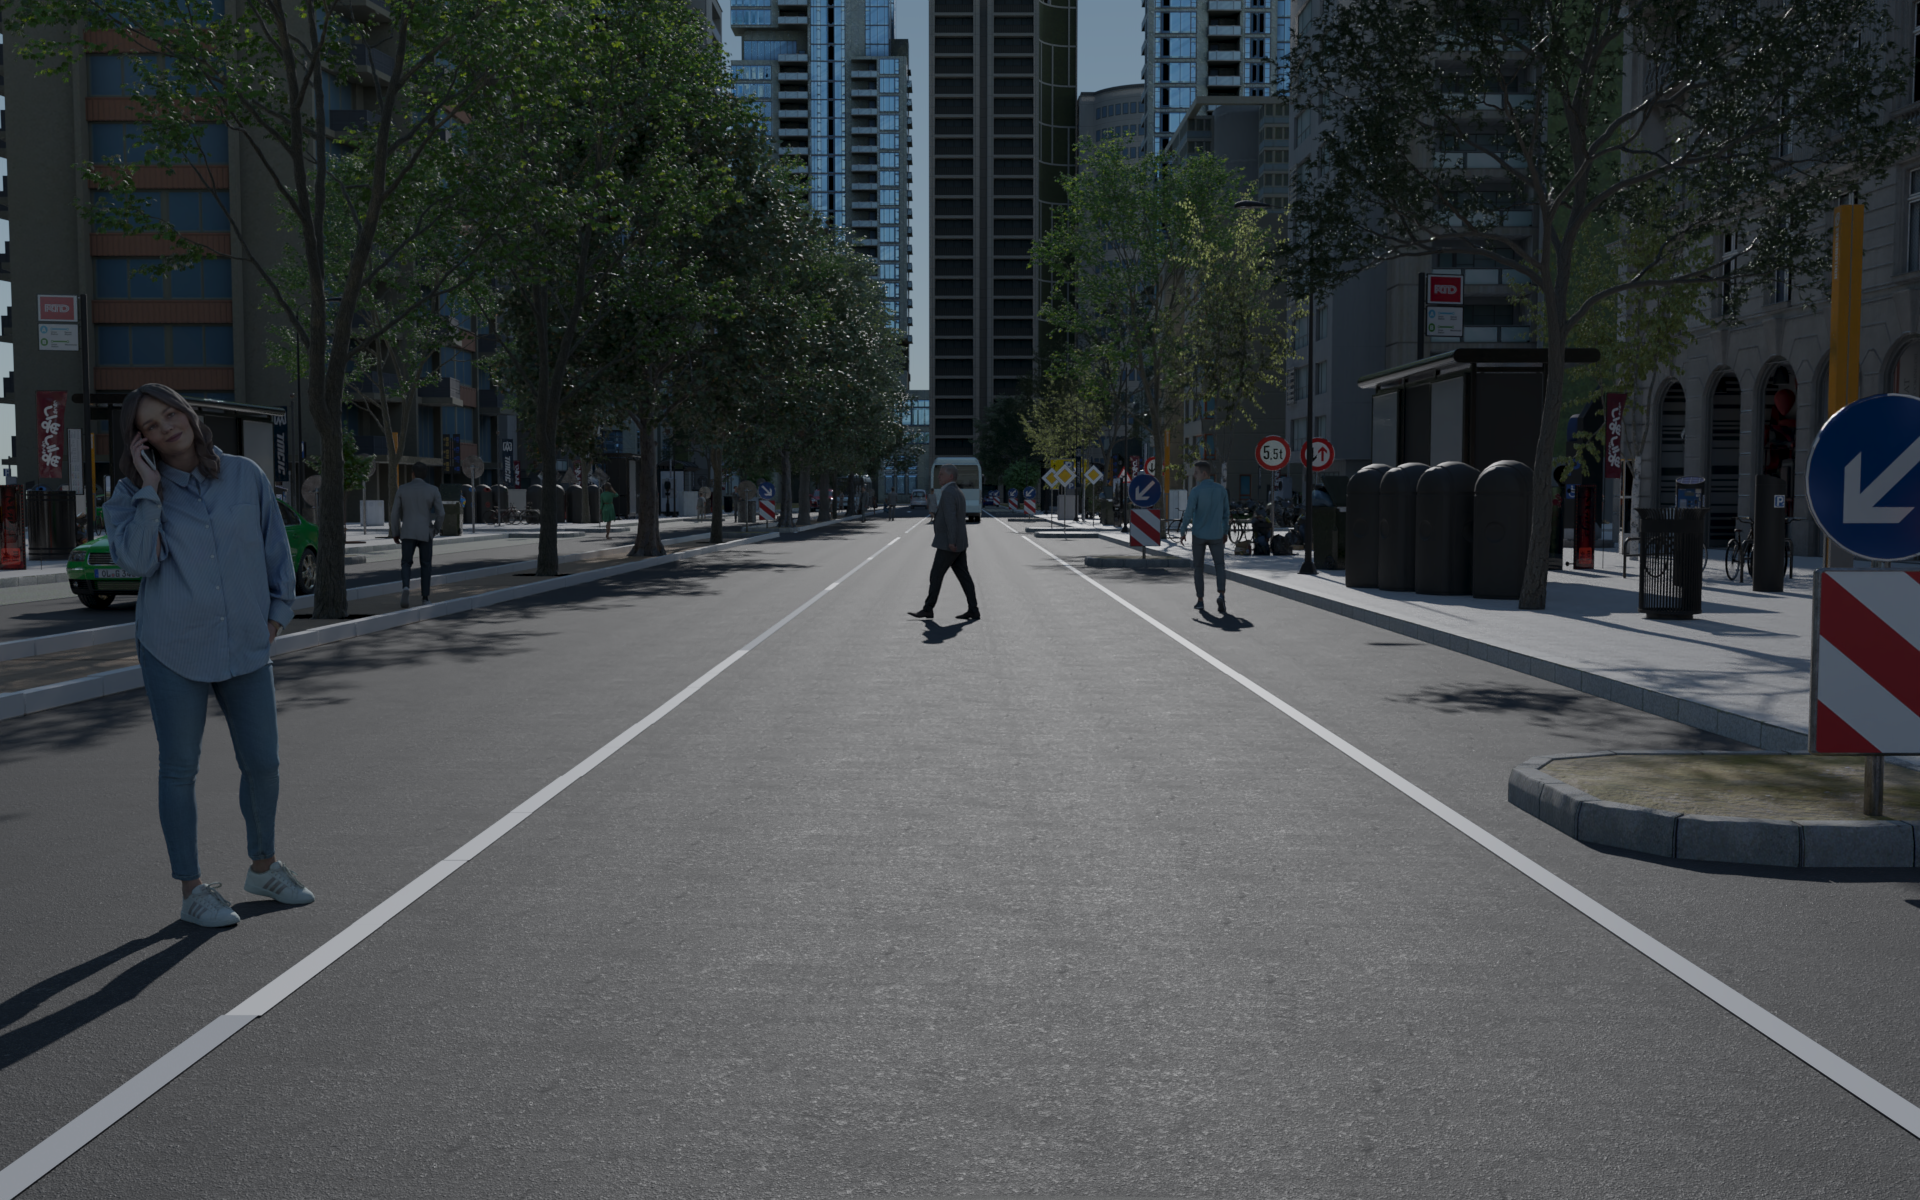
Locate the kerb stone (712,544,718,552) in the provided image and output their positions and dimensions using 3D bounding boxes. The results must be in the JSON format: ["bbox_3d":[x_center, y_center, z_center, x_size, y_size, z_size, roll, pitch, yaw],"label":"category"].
[{"bbox_3d":[-6.137,-1.241,42.487,0.120,0.150,1.000,0,3,0],"label":"kerb stone"}]

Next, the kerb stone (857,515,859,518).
[{"bbox_3d":[-6.185,-4.909,102.458,0.120,0.150,1.000,0,3,0],"label":"kerb stone"}]

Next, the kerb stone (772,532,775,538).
[{"bbox_3d":[-6.143,-2.055,55.787,0.120,0.150,1.000,0,3,0],"label":"kerb stone"}]

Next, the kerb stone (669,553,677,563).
[{"bbox_3d":[-6.133,-0.861,36.316,0.120,0.150,1.000,0,3,0],"label":"kerb stone"}]

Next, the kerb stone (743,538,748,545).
[{"bbox_3d":[-6.143,-1.616,48.629,0.120,0.150,1.000,0,3,0],"label":"kerb stone"}]

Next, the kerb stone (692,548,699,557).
[{"bbox_3d":[-6.132,-1.052,39.399,0.120,0.150,1.000,0,3,0],"label":"kerb stone"}]

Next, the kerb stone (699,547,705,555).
[{"bbox_3d":[-6.138,-1.110,40.421,0.120,0.150,1.000,0,3,0],"label":"kerb stone"}]

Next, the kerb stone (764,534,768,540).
[{"bbox_3d":[-6.148,-1.927,53.743,0.120,0.150,1.000,0,3,0],"label":"kerb stone"}]

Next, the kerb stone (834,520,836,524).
[{"bbox_3d":[-6.166,-3.718,82.988,0.120,0.150,1.000,0,3,0],"label":"kerb stone"}]

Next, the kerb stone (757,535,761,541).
[{"bbox_3d":[-6.138,-1.804,51.695,0.120,0.150,1.000,0,3,0],"label":"kerb stone"}]

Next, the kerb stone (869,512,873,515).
[{"bbox_3d":[-6.193,-5.851,117.852,0.120,0.150,1.000,0,3,0],"label":"kerb stone"}]

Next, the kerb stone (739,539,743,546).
[{"bbox_3d":[-6.145,-1.554,47.605,0.120,0.150,1.000,0,3,0],"label":"kerb stone"}]

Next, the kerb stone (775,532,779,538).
[{"bbox_3d":[-6.146,-2.117,56.809,0.120,0.150,1.000,0,3,0],"label":"kerb stone"}]

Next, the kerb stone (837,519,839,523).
[{"bbox_3d":[-6.169,-3.844,85.045,0.120,0.150,1.000,0,3,0],"label":"kerb stone"}]

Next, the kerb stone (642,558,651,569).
[{"bbox_3d":[-6.126,-0.665,33.246,0.120,0.150,1.000,0,3,0],"label":"kerb stone"}]

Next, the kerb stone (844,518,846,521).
[{"bbox_3d":[-6.176,-4.151,90.175,0.120,0.150,1.000,0,3,0],"label":"kerb stone"}]

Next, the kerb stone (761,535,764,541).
[{"bbox_3d":[-6.149,-1.867,52.720,0.120,0.150,1.000,0,3,0],"label":"kerb stone"}]

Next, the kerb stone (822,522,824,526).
[{"bbox_3d":[-6.166,-3.279,75.815,0.120,0.150,1.000,0,3,0],"label":"kerb stone"}]

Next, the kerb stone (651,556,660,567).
[{"bbox_3d":[-6.133,-0.738,34.267,0.120,0.150,1.000,0,3,0],"label":"kerb stone"}]

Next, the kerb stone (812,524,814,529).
[{"bbox_3d":[-6.164,-2.964,70.675,0.120,0.150,1.000,0,3,0],"label":"kerb stone"}]

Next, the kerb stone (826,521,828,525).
[{"bbox_3d":[-6.158,-3.398,77.861,0.120,0.150,1.000,0,3,0],"label":"kerb stone"}]

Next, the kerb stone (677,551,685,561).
[{"bbox_3d":[-6.132,-0.927,37.348,0.120,0.150,1.000,0,3,0],"label":"kerb stone"}]

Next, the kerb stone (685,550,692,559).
[{"bbox_3d":[-6.125,-0.984,38.371,0.120,0.150,1.000,0,3,0],"label":"kerb stone"}]

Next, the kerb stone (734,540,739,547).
[{"bbox_3d":[-6.143,-1.490,46.584,0.120,0.150,1.000,0,3,0],"label":"kerb stone"}]

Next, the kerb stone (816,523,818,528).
[{"bbox_3d":[-6.149,-3.088,72.727,0.120,0.150,1.000,0,3,0],"label":"kerb stone"}]

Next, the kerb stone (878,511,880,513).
[{"bbox_3d":[-6.206,-6.475,128.108,0.120,0.150,1.000,0,3,0],"label":"kerb stone"}]

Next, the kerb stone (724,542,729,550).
[{"bbox_3d":[-6.135,-1.365,44.531,0.120,0.150,1.000,0,3,0],"label":"kerb stone"}]

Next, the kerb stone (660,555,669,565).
[{"bbox_3d":[-6.129,-0.798,35.289,0.120,0.150,1.000,0,3,0],"label":"kerb stone"}]

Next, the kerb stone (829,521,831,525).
[{"bbox_3d":[-6.166,-3.530,79.910,0.120,0.150,1.000,0,3,0],"label":"kerb stone"}]

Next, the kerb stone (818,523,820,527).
[{"bbox_3d":[-6.165,-3.153,73.750,0.120,0.150,1.000,0,3,0],"label":"kerb stone"}]

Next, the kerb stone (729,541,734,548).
[{"bbox_3d":[-6.137,-1.418,45.562,0.120,0.150,1.000,0,3,0],"label":"kerb stone"}]

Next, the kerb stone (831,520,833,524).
[{"bbox_3d":[-6.169,-3.593,80.941,0.120,0.150,1.000,0,3,0],"label":"kerb stone"}]

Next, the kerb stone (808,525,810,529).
[{"bbox_3d":[-6.160,-2.835,68.623,0.120,0.150,1.000,0,3,0],"label":"kerb stone"}]

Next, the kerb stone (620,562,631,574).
[{"bbox_3d":[-6.122,-0.546,31.201,0.120,0.150,1.000,0,3,0],"label":"kerb stone"}]

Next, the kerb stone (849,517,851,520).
[{"bbox_3d":[-6.177,-4.408,94.269,0.120,0.150,1.000,0,3,0],"label":"kerb stone"}]

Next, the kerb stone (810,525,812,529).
[{"bbox_3d":[-6.164,-2.902,69.647,0.120,0.150,1.000,0,3,0],"label":"kerb stone"}]

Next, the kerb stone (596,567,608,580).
[{"bbox_3d":[-6.127,-0.422,29.153,0.120,0.150,1.000,0,3,0],"label":"kerb stone"}]

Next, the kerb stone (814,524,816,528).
[{"bbox_3d":[-6.154,-3.025,71.698,0.120,0.150,1.000,0,3,0],"label":"kerb stone"}]

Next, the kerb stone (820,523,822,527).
[{"bbox_3d":[-6.160,-3.214,74.785,0.120,0.150,1.000,0,3,0],"label":"kerb stone"}]

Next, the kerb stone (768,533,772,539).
[{"bbox_3d":[-6.150,-1.990,54.765,0.120,0.150,1.000,0,3,0],"label":"kerb stone"}]

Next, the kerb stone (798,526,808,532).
[{"bbox_3d":[-6.152,-2.777,67.599,0.120,0.150,1.000,0,3,0],"label":"kerb stone"}]

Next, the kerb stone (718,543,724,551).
[{"bbox_3d":[-6.133,-1.304,43.509,0.120,0.150,1.000,0,3,0],"label":"kerb stone"}]

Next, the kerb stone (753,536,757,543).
[{"bbox_3d":[-6.142,-1.739,50.673,0.120,0.150,1.000,0,3,0],"label":"kerb stone"}]

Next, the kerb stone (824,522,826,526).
[{"bbox_3d":[-6.165,-3.342,76.838,0.120,0.150,1.000,0,3,0],"label":"kerb stone"}]

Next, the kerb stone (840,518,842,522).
[{"bbox_3d":[-6.174,-3.970,87.097,0.120,0.150,1.000,0,3,0],"label":"kerb stone"}]

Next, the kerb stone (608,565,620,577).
[{"bbox_3d":[-6.125,-0.486,30.179,0.120,0.150,1.000,0,3,0],"label":"kerb stone"}]

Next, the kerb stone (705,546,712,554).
[{"bbox_3d":[-6.134,-1.177,41.445,0.120,0.150,1.000,0,3,0],"label":"kerb stone"}]

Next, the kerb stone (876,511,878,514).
[{"bbox_3d":[-6.204,-6.290,125.034,0.120,0.150,1.000,0,3,0],"label":"kerb stone"}]

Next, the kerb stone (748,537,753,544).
[{"bbox_3d":[-6.140,-1.679,49.651,0.120,0.150,1.000,0,3,0],"label":"kerb stone"}]

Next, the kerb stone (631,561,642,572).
[{"bbox_3d":[-6.125,-0.613,32.223,0.120,0.150,1.000,0,3,0],"label":"kerb stone"}]
